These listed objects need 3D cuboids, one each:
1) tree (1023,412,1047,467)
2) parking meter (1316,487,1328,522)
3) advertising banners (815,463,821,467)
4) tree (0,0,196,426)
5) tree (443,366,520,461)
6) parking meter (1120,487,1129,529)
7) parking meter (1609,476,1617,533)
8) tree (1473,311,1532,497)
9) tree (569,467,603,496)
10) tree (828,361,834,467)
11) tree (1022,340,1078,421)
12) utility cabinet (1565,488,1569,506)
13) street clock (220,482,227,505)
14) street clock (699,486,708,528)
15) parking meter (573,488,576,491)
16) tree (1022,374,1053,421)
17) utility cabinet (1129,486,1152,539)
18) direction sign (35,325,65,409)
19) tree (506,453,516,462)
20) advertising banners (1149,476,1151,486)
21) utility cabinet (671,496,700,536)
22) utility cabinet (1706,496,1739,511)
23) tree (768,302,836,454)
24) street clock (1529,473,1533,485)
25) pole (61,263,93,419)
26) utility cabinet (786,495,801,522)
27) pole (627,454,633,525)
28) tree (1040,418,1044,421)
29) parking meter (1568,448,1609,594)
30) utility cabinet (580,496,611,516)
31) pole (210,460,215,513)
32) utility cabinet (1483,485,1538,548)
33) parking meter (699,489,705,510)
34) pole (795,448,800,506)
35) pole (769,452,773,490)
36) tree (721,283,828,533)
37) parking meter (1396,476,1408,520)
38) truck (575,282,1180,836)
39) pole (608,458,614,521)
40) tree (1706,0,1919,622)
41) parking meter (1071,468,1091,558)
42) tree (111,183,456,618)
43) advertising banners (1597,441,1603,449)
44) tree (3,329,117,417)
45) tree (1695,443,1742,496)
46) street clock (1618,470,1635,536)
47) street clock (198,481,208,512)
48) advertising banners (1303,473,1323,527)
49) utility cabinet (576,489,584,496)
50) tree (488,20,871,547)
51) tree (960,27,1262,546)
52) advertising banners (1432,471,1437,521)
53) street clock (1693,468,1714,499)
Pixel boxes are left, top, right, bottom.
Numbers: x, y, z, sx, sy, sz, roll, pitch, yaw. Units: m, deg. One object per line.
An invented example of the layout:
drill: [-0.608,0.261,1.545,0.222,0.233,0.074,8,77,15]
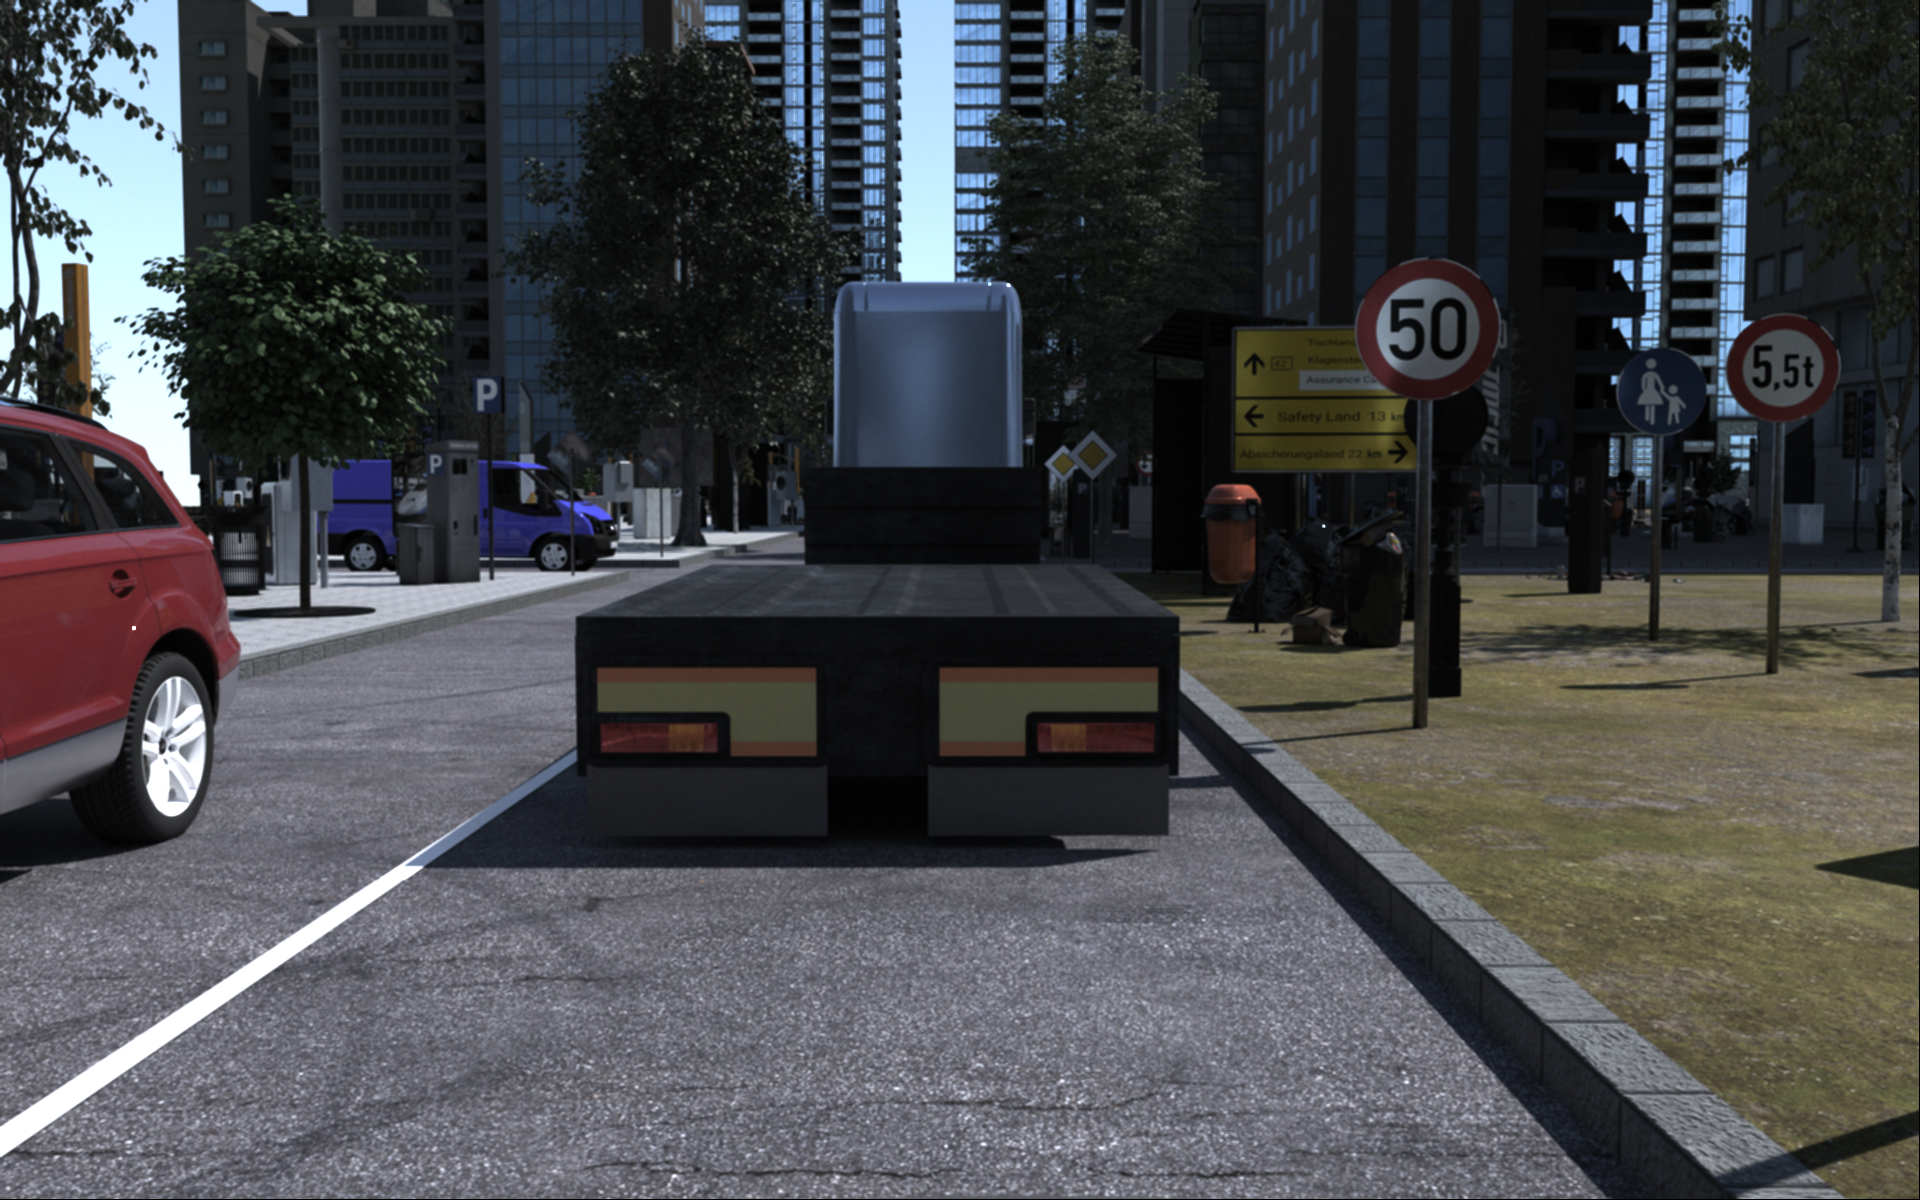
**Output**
tree: [2.921,-5.055,66.362,4.285,4.588,4.351,0,3,0]
parking meter: [12.234,-3.068,58.574,0.372,1.533,0.369,0,3,0]
advertising banners: [-7.335,-6.107,96.043,2.074,3.025,0.090,3,5,44]
tree: [-6.995,-3.774,12.061,4.360,8.622,3.978,0,3,0]
tree: [-27.779,-9.174,100.353,4.360,8.622,3.978,0,3,0]
parking meter: [6.097,-3.391,63.860,0.372,1.533,0.369,0,3,0]
parking meter: [21.490,-3.152,57.245,0.399,1.863,0.255,2,4,26]
tree: [20.043,-7.114,66.674,4.737,8.622,4.395,0,3,0]
tree: [-19.589,-5.847,90.196,1.663,3.219,1.824,0,3,0]
tree: [-6.488,-7.946,80.284,4.737,8.622,4.395,0,3,0]
tree: [3.173,-12.796,119.586,12.009,13.543,11.850,0,3,0]
utility cabinet: [20.402,-3.096,59.304,1.173,1.500,0.318,0,4,-6]
street clock: [-42.785,-5.877,100.659,0.471,2.002,0.358,3,5,44]
street clock: [-9.766,-3.751,65.906,0.471,2.002,0.358,3,5,44]
parking meter: [-13.743,-3.227,61.179,0.372,1.533,0.369,0,3,0]
tree: [3.491,-9.464,105.105,4.737,8.622,4.395,0,3,0]
utility cabinet: [5.351,-2.456,48.837,1.173,1.500,0.318,3,4,36]
direction sign: [-12.218,-1.922,23.416,0.876,3.537,0.379,3,4,36]
tree: [-20.978,-5.291,81.117,1.663,3.219,1.824,0,3,0]
advertising banners: [7.490,-4.524,70.155,0.090,3.025,2.074,1,4,22]
utility cabinet: [-8.445,-2.540,52.699,1.020,1.237,0.306,-2,4,-27]
utility cabinet: [26.417,-2.981,59.903,1.020,1.237,0.306,-1,4,-18]
tree: [-6.477,-11.799,103.291,12.009,13.543,11.850,0,3,0]
street clock: [19.775,-3.379,59.815,0.358,2.002,0.471,1,4,23]
pole: [-7.844,-1.321,15.445,0.158,3.312,0.155,0,3,0]
utility cabinet: [-7.934,-4.272,81.012,1.020,1.237,0.306,0,4,1]
pole: [-13.500,-4.709,70.830,0.158,3.312,0.155,0,3,0]
tree: [2.804,-13.968,145.392,9.611,12.733,9.660,0,3,0]
parking meter: [8.100,-1.023,22.429,0.255,1.863,0.399,-2,4,-25]
utility cabinet: [-10.973,-2.488,51.841,1.020,1.237,0.306,1,4,14]
pole: [-45.063,-6.762,104.401,0.158,3.312,0.155,0,3,0]
utility cabinet: [13.040,-1.979,41.042,1.173,1.500,0.318,3,4,36]
parking meter: [-11.193,-4.062,74.817,0.372,1.533,0.369,0,3,0]
pole: [-7.157,-5.031,76.095,0.158,3.312,0.155,0,3,0]
pole: [-9.067,-5.459,83.090,0.158,3.312,0.155,0,3,0]
tree: [-7.064,-6.473,56.204,4.737,8.622,4.395,0,3,0]
parking meter: [14.423,-3.108,56.525,0.255,1.863,0.399,2,4,31]
truck: [-0.378,-1.617,16.196,2.967,4.110,18.799,0,4,0]
pole: [-13.081,-4.345,64.883,0.158,3.312,0.155,0,3,0]
tree: [9.351,-4.075,16.994,4.737,8.622,4.395,0,3,0]
parking meter: [2.434,-1.777,34.759,0.399,1.863,0.255,0,4,0]
tree: [-7.114,-2.125,18.451,4.285,4.588,4.351,0,3,0]
advertising banners: [21.053,-3.763,57.713,0.090,3.025,2.074,0,4,4]
tree: [-36.761,-7.367,70.812,4.737,8.622,4.395,0,3,0]
tree: [28.766,-4.347,65.681,1.663,3.219,1.824,0,3,0]
street clock: [20.205,-2.937,52.590,0.358,2.002,0.471,-1,4,-23]
street clock: [-41.160,-5.482,94.202,0.471,2.002,0.358,0,4,-5]
advertising banners: [8.936,-3.010,45.398,0.090,3.025,2.074,-2,4,-27]
utility cabinet: [-17.653,-4.329,79.465,0.318,1.500,1.173,-3,4,-39]
tree: [-6.694,-7.677,42.527,9.611,12.733,9.660,0,3,0]
tree: [3.585,-7.658,43.337,7.486,12.596,7.792,0,3,0]
advertising banners: [17.074,-4.024,61.975,0.090,3.025,2.074,0,4,5]
street clock: [20.360,-2.615,47.332,0.358,2.002,0.471,0,4,-1]
